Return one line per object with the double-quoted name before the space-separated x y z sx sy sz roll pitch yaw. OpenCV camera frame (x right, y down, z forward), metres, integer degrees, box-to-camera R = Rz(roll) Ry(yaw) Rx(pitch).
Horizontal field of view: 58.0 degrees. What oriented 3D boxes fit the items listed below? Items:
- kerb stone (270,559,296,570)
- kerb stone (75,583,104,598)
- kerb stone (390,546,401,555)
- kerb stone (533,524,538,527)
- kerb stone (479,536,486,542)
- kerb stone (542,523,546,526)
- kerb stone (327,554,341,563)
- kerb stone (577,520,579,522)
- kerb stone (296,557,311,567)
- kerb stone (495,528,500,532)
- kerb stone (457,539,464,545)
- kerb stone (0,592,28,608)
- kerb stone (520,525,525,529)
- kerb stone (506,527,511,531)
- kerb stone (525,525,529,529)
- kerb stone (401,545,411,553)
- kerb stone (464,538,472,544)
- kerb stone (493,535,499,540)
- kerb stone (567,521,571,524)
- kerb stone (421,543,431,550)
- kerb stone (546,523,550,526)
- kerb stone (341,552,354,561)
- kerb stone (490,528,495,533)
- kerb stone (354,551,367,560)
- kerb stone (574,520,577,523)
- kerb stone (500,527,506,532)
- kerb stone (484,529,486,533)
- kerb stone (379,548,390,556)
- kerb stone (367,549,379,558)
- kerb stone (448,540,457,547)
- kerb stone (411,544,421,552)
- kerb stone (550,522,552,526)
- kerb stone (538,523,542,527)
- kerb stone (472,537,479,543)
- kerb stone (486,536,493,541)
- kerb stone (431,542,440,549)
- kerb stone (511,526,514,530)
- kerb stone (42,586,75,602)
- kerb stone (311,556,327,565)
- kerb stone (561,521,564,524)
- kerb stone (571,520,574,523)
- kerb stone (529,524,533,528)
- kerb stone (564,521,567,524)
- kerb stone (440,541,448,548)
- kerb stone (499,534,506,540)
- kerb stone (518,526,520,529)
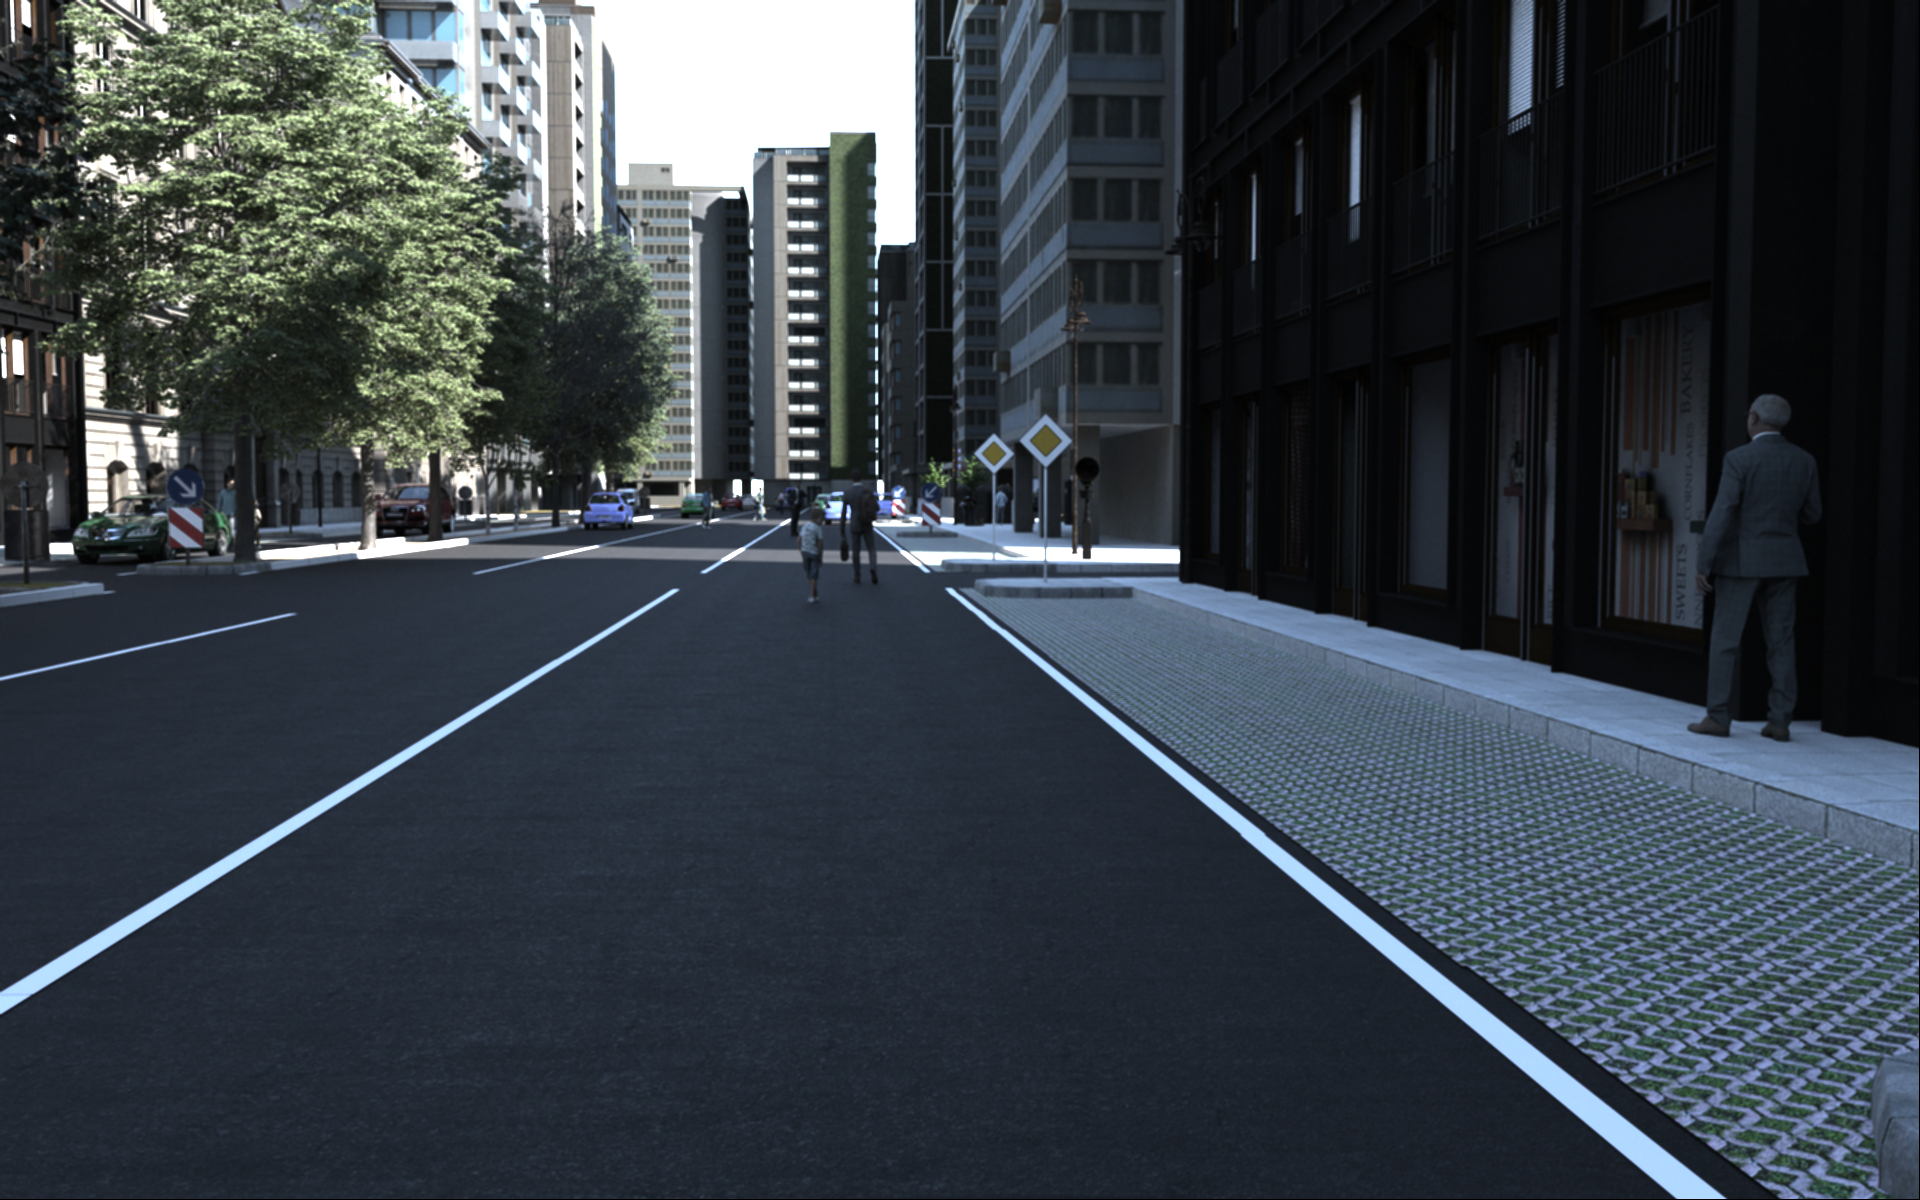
"kerb stone" -12.957 -0.666 33.078 0.120 0.150 1.000 0 4 -4
"kerb stone" -12.316 -0.132 24.364 0.120 0.150 1.000 0 4 -4
"kerb stone" -13.565 -1.166 41.267 0.120 0.150 1.000 0 4 -4
"kerb stone" -18.005 -3.091 72.811 0.120 0.150 1.000 0 4 -4
"kerb stone" -14.318 -1.789 51.473 0.120 0.150 1.000 0 4 -4
"kerb stone" -18.148 -3.220 74.850 0.120 0.150 1.000 0 4 -4
"kerb stone" -13.188 -0.850 36.154 0.120 0.150 1.000 0 4 -4
"kerb stone" -18.914 -3.841 85.065 0.120 0.150 1.000 0 4 -4
"kerb stone" -13.036 -0.729 34.107 0.120 0.150 1.000 0 4 -4
"kerb stone" -17.402 -2.593 64.633 0.120 0.150 1.000 0 4 -4
"kerb stone" -14.097 -1.604 48.414 0.120 0.150 1.000 0 4 -4
"kerb stone" -12.160 -0.003 22.319 0.120 0.150 1.000 0 4 -4
"kerb stone" -17.776 -2.906 69.741 0.120 0.150 1.000 0 4 -4
"kerb stone" -17.544 -2.719 66.672 0.120 0.150 1.000 0 4 -4
"kerb stone" -17.853 -2.970 70.762 0.120 0.150 1.000 0 4 -4
"kerb stone" -13.640 -1.228 42.287 0.120 0.150 1.000 0 4 -4
"kerb stone" -14.173 -1.663 49.434 0.120 0.150 1.000 0 4 -4
"kerb stone" -14.465 -1.908 53.513 0.120 0.150 1.000 0 4 -4
"kerb stone" -18.693 -3.658 82.004 0.120 0.150 1.000 0 4 -4
"kerb stone" -13.791 -1.348 44.328 0.120 0.150 1.000 0 4 -4
"kerb stone" -18.235 -3.283 75.868 0.120 0.150 1.000 0 4 -4
"kerb stone" -13.257 -0.916 37.176 0.120 0.150 1.000 0 4 -4
"kerb stone" -17.326 -2.532 63.613 0.120 0.150 1.000 0 4 -4
"kerb stone" -13.334 -0.977 38.198 0.120 0.150 1.000 0 4 -4
"kerb stone" -18.835 -3.779 84.046 0.120 0.150 1.000 0 4 -4
"kerb stone" -17.472 -2.648 65.653 0.120 0.150 1.000 0 4 -4
"kerb stone" -17.245 -2.463 62.592 0.120 0.150 1.000 0 4 -4
"kerb stone" -13.487 -1.104 40.240 0.120 0.150 1.000 0 4 -4
"kerb stone" -13.415 -1.041 39.217 0.120 0.150 1.000 0 4 -4
"kerb stone" -14.007 -1.537 47.390 0.120 0.150 1.000 0 4 -4
"kerb stone" -13.715 -1.291 43.308 0.120 0.150 1.000 0 4 -4
"kerb stone" -18.306 -3.346 76.898 0.120 0.150 1.000 0 4 -4
"kerb stone" -18.084 -3.158 73.830 0.120 0.150 1.000 0 4 -4
"kerb stone" -14.237 -1.728 50.454 0.120 0.150 1.000 0 4 -4
"kerb stone" -14.395 -1.851 52.492 0.120 0.150 1.000 0 4 -4
"kerb stone" -13.863 -1.415 45.349 0.120 0.150 1.000 0 4 -4
"kerb stone" -17.630 -2.783 67.691 0.120 0.150 1.000 0 4 -4
"kerb stone" -12.236 -0.067 23.338 0.120 0.150 1.000 0 4 -4
"kerb stone" -13.104 -0.791 35.127 0.120 0.150 1.000 0 4 -4
"kerb stone" -18.536 -3.528 79.962 0.120 0.150 1.000 0 4 -4
"kerb stone" -18.761 -3.714 83.026 0.120 0.150 1.000 0 4 -4
"kerb stone" -17.936 -3.031 71.789 0.120 0.150 1.000 0 4 -4
"kerb stone" -18.610 -3.590 80.982 0.120 0.150 1.000 0 4 -4
"kerb stone" -13.936 -1.479 46.370 0.120 0.150 1.000 0 4 -4
"kerb stone" -14.542 -1.978 54.531 0.120 0.150 1.000 0 4 -4
"kerb stone" -17.702 -2.846 68.720 0.120 0.150 1.000 0 4 -4
